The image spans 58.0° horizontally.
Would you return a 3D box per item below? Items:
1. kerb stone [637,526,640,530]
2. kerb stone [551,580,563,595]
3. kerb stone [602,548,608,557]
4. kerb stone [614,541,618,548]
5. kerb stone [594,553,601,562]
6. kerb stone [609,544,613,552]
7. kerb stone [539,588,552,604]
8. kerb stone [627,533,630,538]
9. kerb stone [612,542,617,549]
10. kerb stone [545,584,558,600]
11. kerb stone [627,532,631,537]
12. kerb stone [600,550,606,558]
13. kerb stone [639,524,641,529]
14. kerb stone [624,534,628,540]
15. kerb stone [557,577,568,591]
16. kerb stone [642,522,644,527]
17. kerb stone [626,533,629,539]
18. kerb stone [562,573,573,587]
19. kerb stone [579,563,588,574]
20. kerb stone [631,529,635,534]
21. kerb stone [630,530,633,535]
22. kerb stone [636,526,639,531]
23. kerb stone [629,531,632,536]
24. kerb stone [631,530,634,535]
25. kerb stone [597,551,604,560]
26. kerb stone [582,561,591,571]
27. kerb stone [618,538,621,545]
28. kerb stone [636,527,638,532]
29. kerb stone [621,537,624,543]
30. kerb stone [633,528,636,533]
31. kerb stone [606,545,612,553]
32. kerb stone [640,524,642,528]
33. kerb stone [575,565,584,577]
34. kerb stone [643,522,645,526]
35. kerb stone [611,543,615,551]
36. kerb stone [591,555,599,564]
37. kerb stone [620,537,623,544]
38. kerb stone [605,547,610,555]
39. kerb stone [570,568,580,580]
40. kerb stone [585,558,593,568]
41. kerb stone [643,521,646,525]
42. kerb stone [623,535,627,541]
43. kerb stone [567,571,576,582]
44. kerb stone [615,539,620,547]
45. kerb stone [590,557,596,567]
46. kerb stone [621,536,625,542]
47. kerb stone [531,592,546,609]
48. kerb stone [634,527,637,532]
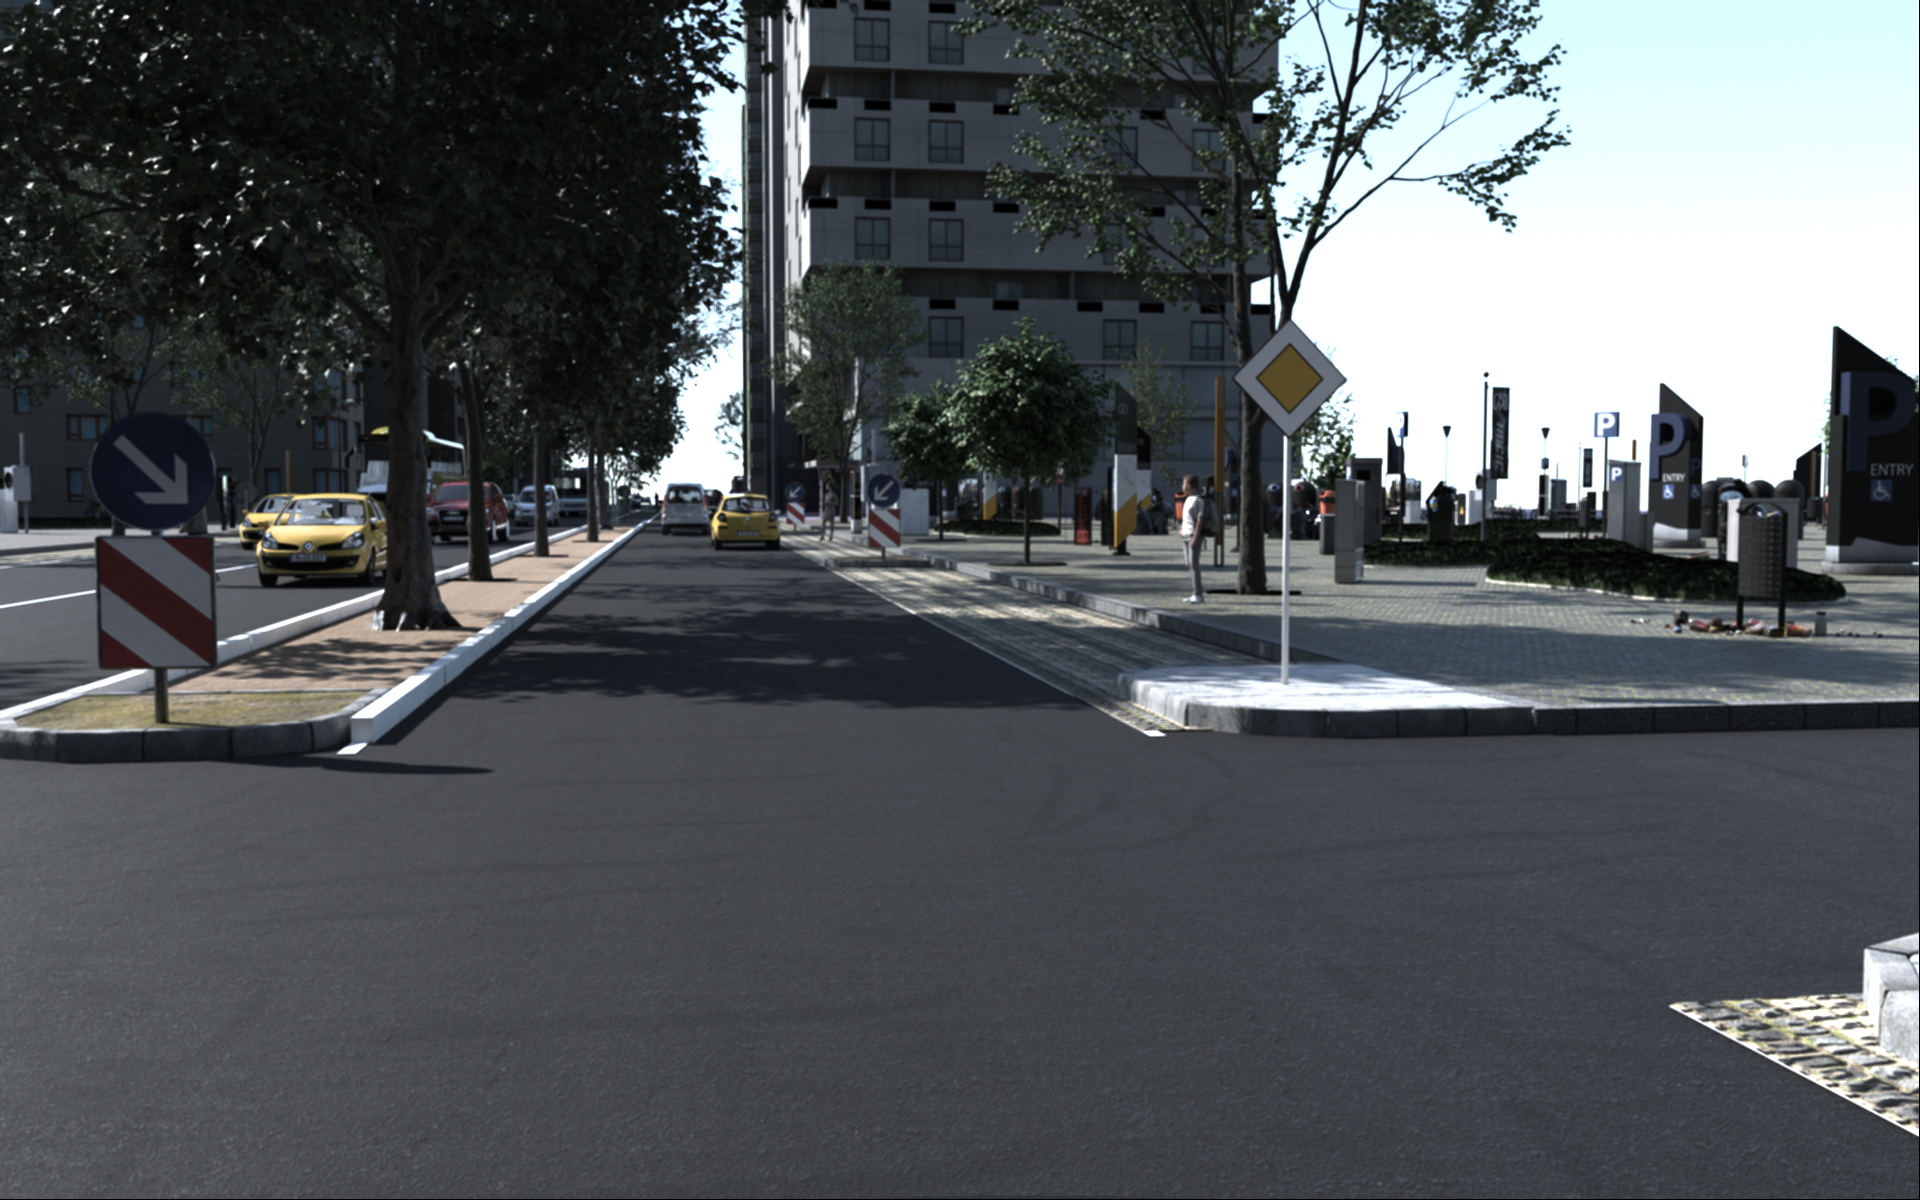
[{"bbox_3d":[-12.213,-2.624,65.104,0.120,0.150,1.000,-1,4,-9],"label":"kerb stone"},{"bbox_3d":[-5.768,-0.147,24.594,0.120,0.150,1.000,-1,4,-9],"label":"kerb stone"},{"bbox_3d":[-8.021,-1.013,38.763,0.120,0.150,1.000,-1,4,-9],"label":"kerb stone"},{"bbox_3d":[-8.991,-1.385,44.846,0.120,0.150,1.000,-1,4,-9],"label":"kerb stone"},{"bbox_3d":[-7.536,-0.828,35.727,0.120,0.150,1.000,-1,4,-9],"label":"kerb stone"},{"bbox_3d":[-8.507,-1.197,41.800,0.120,0.150,1.000,-1,4,-9],"label":"kerb stone"},{"bbox_3d":[-5.447,-0.023,22.575,0.120,0.150,1.000,-1,4,-9],"label":"kerb stone"},{"bbox_3d":[-10.438,-1.938,53.953,0.120,0.150,1.000,-1,4,-9],"label":"kerb stone"},{"bbox_3d":[-8.830,-1.322,43.818,0.120,0.150,1.000,-1,4,-9],"label":"kerb stone"},{"bbox_3d":[-5.605,-0.085,23.585,0.120,0.150,1.000,-1,4,-9],"label":"kerb stone"},{"bbox_3d":[-10.600,-2.004,54.964,0.120,0.150,1.000,-1,4,-9],"label":"kerb stone"},{"bbox_3d":[-7.862,-0.952,37.753,0.120,0.150,1.000,-1,4,-9],"label":"kerb stone"},{"bbox_3d":[-12.535,-2.749,67.133,0.120,0.150,1.000,-1,4,-9],"label":"kerb stone"},{"bbox_3d":[-10.111,-1.816,51.917,0.120,0.150,1.000,-1,4,-9],"label":"kerb stone"},{"bbox_3d":[-5.930,-0.208,25.603,0.120,0.150,1.000,-1,4,-9],"label":"kerb stone"},{"bbox_3d":[-13.341,-3.057,72.186,0.120,0.150,1.000,-1,4,-9],"label":"kerb stone"},{"bbox_3d":[-10.282,-1.874,52.937,0.120,0.150,1.000,-1,4,-9],"label":"kerb stone"},{"bbox_3d":[-6.085,-0.271,26.619,0.120,0.150,1.000,-1,4,-9],"label":"kerb stone"},{"bbox_3d":[-6.730,-0.516,30.666,0.120,0.150,1.000,-1,4,-9],"label":"kerb stone"},{"bbox_3d":[-11.244,-2.247,59.016,0.120,0.150,1.000,-1,4,-9],"label":"kerb stone"},{"bbox_3d":[-10.925,-2.128,56.997,0.120,0.150,1.000,-1,4,-9],"label":"kerb stone"},{"bbox_3d":[-12.047,-2.559,64.091,0.120,0.150,1.000,-1,4,-9],"label":"kerb stone"},{"bbox_3d":[-10.755,-2.066,55.974,0.120,0.150,1.000,-1,4,-9],"label":"kerb stone"},{"bbox_3d":[-11.089,-2.189,58.006,0.120,0.150,1.000,-1,4,-9],"label":"kerb stone"},{"bbox_3d":[-7.701,-0.889,36.740,0.120,0.150,1.000,-1,4,-9],"label":"kerb stone"},{"bbox_3d":[-6.889,-0.580,31.675,0.120,0.150,1.000,-1,4,-9],"label":"kerb stone"},{"bbox_3d":[-9.310,-1.509,46.865,0.120,0.150,1.000,-1,4,-9],"label":"kerb stone"},{"bbox_3d":[-11.894,-2.499,63.071,0.120,0.150,1.000,-1,4,-9],"label":"kerb stone"},{"bbox_3d":[-9.633,-1.632,48.883,0.120,0.150,1.000,-1,4,-9],"label":"kerb stone"},{"bbox_3d":[-11.411,-2.312,60.029,0.120,0.150,1.000,-1,4,-9],"label":"kerb stone"},{"bbox_3d":[-8.342,-1.137,40.791,0.120,0.150,1.000,-1,4,-9],"label":"kerb stone"},{"bbox_3d":[-12.694,-2.810,68.143,0.120,0.150,1.000,-1,4,-9],"label":"kerb stone"},{"bbox_3d":[-6.569,-0.456,29.653,0.120,0.150,1.000,-1,4,-9],"label":"kerb stone"},{"bbox_3d":[-13.499,-3.119,73.195,0.120,0.150,1.000,-1,4,-9],"label":"kerb stone"},{"bbox_3d":[-8.665,-1.261,42.809,0.120,0.150,1.000,-1,4,-9],"label":"kerb stone"},{"bbox_3d":[-7.378,-0.766,34.717,0.120,0.150,1.000,-1,4,-9],"label":"kerb stone"},{"bbox_3d":[-9.466,-1.571,47.875,0.120,0.150,1.000,-1,4,-9],"label":"kerb stone"},{"bbox_3d":[-8.177,-1.075,39.778,0.120,0.150,1.000,-1,4,-9],"label":"kerb stone"},{"bbox_3d":[-6.414,-0.394,28.636,0.120,0.150,1.000,-1,4,-9],"label":"kerb stone"},{"bbox_3d":[-7.057,-0.642,32.695,0.120,0.150,1.000,-1,4,-9],"label":"kerb stone"},{"bbox_3d":[-13.657,-3.178,74.216,0.120,0.150,1.000,-1,4,-9],"label":"kerb stone"},{"bbox_3d":[-9.955,-1.756,50.907,0.120,0.150,1.000,-1,4,-9],"label":"kerb stone"},{"bbox_3d":[-6.257,-0.332,27.626,0.120,0.150,1.000,-1,4,-9],"label":"kerb stone"},{"bbox_3d":[-9.149,-1.447,45.856,0.120,0.150,1.000,-1,4,-9],"label":"kerb stone"},{"bbox_3d":[-7.218,-0.703,33.708,0.120,0.150,1.000,-1,4,-9],"label":"kerb stone"},{"bbox_3d":[-9.797,-1.694,49.897,0.120,0.150,1.000,-1,4,-9],"label":"kerb stone"},{"bbox_3d":[-5.286,0.039,21.563,0.120,0.150,1.000,-1,4,-9],"label":"kerb stone"},{"bbox_3d":[-11.733,-2.438,62.059,0.120,0.150,1.000,-1,4,-9],"label":"kerb stone"}]
